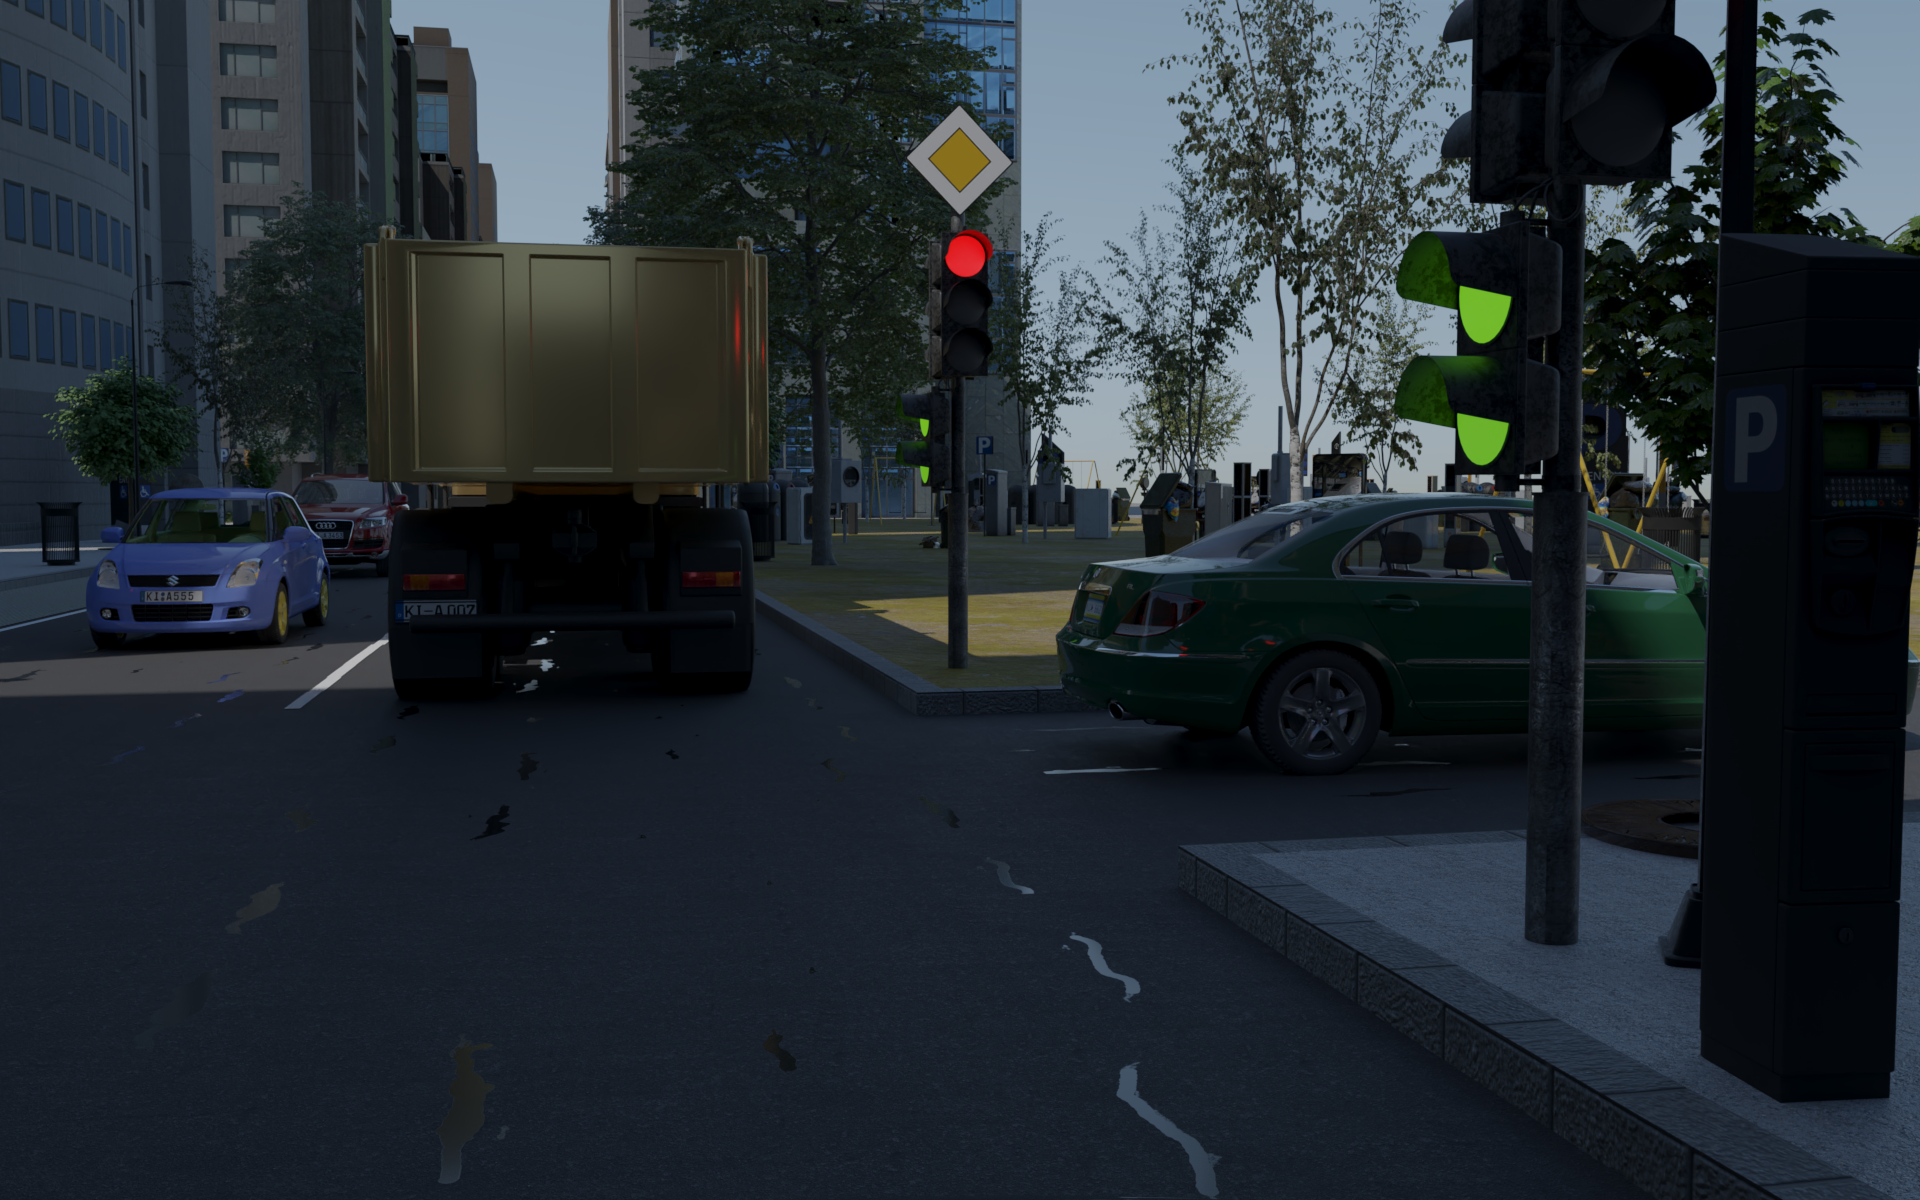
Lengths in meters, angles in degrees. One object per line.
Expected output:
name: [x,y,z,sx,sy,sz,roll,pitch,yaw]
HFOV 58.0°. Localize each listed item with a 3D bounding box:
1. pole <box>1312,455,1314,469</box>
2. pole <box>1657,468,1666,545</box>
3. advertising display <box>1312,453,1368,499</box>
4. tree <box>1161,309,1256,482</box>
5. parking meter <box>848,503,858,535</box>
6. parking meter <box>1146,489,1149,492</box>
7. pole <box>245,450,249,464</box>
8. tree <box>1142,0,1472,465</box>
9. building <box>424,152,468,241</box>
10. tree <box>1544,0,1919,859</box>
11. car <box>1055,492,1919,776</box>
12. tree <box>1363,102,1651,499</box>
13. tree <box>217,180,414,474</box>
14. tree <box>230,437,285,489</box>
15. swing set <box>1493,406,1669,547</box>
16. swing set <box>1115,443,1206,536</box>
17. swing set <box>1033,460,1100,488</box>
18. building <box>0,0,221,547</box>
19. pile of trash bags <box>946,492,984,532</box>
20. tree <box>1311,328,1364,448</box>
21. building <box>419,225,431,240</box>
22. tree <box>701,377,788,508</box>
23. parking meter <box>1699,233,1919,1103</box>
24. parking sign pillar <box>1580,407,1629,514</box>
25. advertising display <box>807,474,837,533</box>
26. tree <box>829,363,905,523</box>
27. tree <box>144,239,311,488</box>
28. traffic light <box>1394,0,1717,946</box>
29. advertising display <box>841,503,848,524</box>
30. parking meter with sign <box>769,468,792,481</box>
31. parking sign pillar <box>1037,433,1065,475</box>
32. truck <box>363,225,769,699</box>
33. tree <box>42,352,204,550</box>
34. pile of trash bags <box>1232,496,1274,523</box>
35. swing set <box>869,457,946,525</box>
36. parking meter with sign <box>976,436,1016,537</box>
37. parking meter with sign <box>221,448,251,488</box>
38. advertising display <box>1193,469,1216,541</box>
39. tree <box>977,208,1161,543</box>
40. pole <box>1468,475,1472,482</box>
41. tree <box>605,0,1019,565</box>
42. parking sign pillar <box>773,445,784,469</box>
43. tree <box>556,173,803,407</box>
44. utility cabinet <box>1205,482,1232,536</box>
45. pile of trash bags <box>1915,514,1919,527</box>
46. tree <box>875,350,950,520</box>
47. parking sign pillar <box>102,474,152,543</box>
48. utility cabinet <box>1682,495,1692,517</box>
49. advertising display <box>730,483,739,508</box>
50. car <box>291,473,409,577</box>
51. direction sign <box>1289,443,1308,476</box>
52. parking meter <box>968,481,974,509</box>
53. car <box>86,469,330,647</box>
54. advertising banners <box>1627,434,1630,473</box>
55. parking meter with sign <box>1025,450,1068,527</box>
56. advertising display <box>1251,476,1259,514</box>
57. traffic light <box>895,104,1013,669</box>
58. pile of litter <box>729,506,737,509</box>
pole: [18.313,-5.856,89.593,0.158,3.312,0.155,0,3,0]
pole: [16.129,-2.811,39.804,0.158,3.312,0.155,0,3,0]
advertising display: [6.010,-1.361,27.463,0.123,1.923,0.974,-3,5,-41]
tree: [8.729,-7.203,68.124,4.737,8.622,4.395,0,3,0]
parking meter: [-3.392,-3.010,54.920,0.255,1.863,0.399,0,4,7]
parking meter: [10.106,-5.128,92.257,0.372,1.533,0.369,0,3,0]
pole: [-32.912,-5.274,80.077,0.158,3.312,0.155,0,3,0]
tree: [3.982,-4.220,19.365,4.360,8.622,3.978,0,3,0]
building: [-48.820,-22.842,145.172,14.160,30.474,14.107,-1,4,-12]
tree: [2.926,-0.714,6.280,1.663,3.219,1.824,0,3,0]
car: [3.008,0.116,9.900,4.920,1.459,2.131,-1,4,-11]
tree: [10.139,-4.885,30.230,4.737,8.622,4.395,0,3,0]
tree: [-26.412,-10.130,72.278,9.857,13.997,8.962,0,3,0]
tree: [-23.345,-3.842,57.414,1.663,3.219,1.824,0,3,0]
swing set: [8.384,-1.495,22.066,3.119,2.851,2.862,-2,4,-26]
swing set: [6.655,-3.433,53.757,2.862,2.851,3.119,2,4,28]
swing set: [5.072,-5.091,80.852,3.119,2.851,2.862,2,4,29]
building: [-34.658,-30.871,46.747,21.231,58.520,28.212,-1,4,-12]
pile of trash bags: [0.344,-3.050,59.621,1.912,1.369,3.447,-2,4,-25]
tree: [14.129,-6.582,57.980,4.737,8.622,4.395,0,3,0]
building: [-51.033,-16.967,122.457,27.650,21.520,28.899,-1,4,-12]
tree: [-5.445,-3.438,39.931,4.285,4.588,4.351,0,3,0]
parking meter: [1.833,0.120,3.748,0.255,1.863,0.399,0,4,-7]
parking sign pillar: [13.737,-2.997,37.478,1.447,3.967,1.447,1,4,11]
advertising display: [-4.520,-3.151,56.740,0.974,1.923,0.123,-1,4,-20]
tree: [-4.116,-7.782,77.605,4.737,8.622,4.395,0,3,0]
tree: [-21.621,-6.158,51.049,4.360,8.622,3.978,0,3,0]
traffic light: [1.684,-0.976,4.872,0.839,4.253,0.868,-1,4,-12]
advertising display: [-4.803,-4.217,74.155,0.123,1.923,0.974,-3,4,-37]
parking meter with sign: [-5.320,-3.362,51.233,0.543,3.016,1.738,3,5,43]
parking sign pillar: [3.980,-5.353,75.994,1.447,3.967,1.447,-3,5,-43]
truck: [-3.524,-1.223,15.915,3.469,3.379,9.791,-1,4,-12]
tree: [-19.358,-3.451,40.143,4.285,4.588,4.351,0,3,0]
pile of trash bags: [7.629,-2.216,45.981,1.912,1.369,3.447,1,4,16]
swing set: [-2.361,-4.694,74.363,3.119,2.851,2.862,-1,4,-13]
parking meter with sign: [1.147,-3.469,52.982,0.543,3.016,1.738,2,4,29]
parking meter with sign: [-27.042,-4.221,65.269,1.738,3.016,0.543,1,4,16]
advertising display: [6.318,-2.418,44.749,0.123,1.923,0.974,3,4,39]
tree: [1.904,-5.790,45.035,4.737,8.622,4.395,0,3,0]
pole: [26.731,-5.933,90.840,0.158,3.312,0.155,0,3,0]
tree: [-2.640,-6.876,30.543,7.486,12.596,7.792,0,3,0]
parking sign pillar: [-6.303,-4.245,57.879,1.447,3.967,1.447,1,4,14]
tree: [-10.772,-9.699,65.234,9.857,13.997,8.962,0,3,0]
utility cabinet: [4.756,-1.413,31.784,0.318,1.500,1.173,1,4,18]
pile of trash bags: [36.421,-3.498,66.945,3.447,1.369,1.912,-3,4,-38]
tree: [-2.575,-8.331,86.572,4.360,8.622,3.978,0,3,0]
parking sign pillar: [-22.065,-3.521,46.039,1.447,3.967,1.447,2,4,34]
utility cabinet: [32.686,-4.125,78.608,0.306,1.237,1.020,-1,4,-23]
advertising display: [-9.299,-4.170,73.401,0.974,1.923,0.123,-3,5,-44]
car: [-11.152,-1.395,31.487,2.281,1.827,5.304,-1,4,-12]
direction sign: [14.936,-5.167,76.484,0.876,3.537,0.379,3,4,36]
parking meter: [0.482,-4.270,75.522,0.255,1.863,0.399,0,4,-3]
car: [-7.488,-0.480,17.445,1.945,1.707,3.694,-1,4,-11]
advertising banners: [19.130,-3.249,49.309,0.090,3.025,2.074,1,4,12]
parking meter with sign: [3.400,-4.425,68.604,1.738,3.016,0.543,-1,4,-9]
advertising display: [10.632,-3.442,61.492,0.123,1.923,0.974,-3,5,-42]
traffic light: [-0.034,-1.453,12.670,0.839,4.253,0.868,-1,4,-12]
pile of litter: [-8.154,-3.068,64.119,1.176,0.858,1.719,2,4,30]
